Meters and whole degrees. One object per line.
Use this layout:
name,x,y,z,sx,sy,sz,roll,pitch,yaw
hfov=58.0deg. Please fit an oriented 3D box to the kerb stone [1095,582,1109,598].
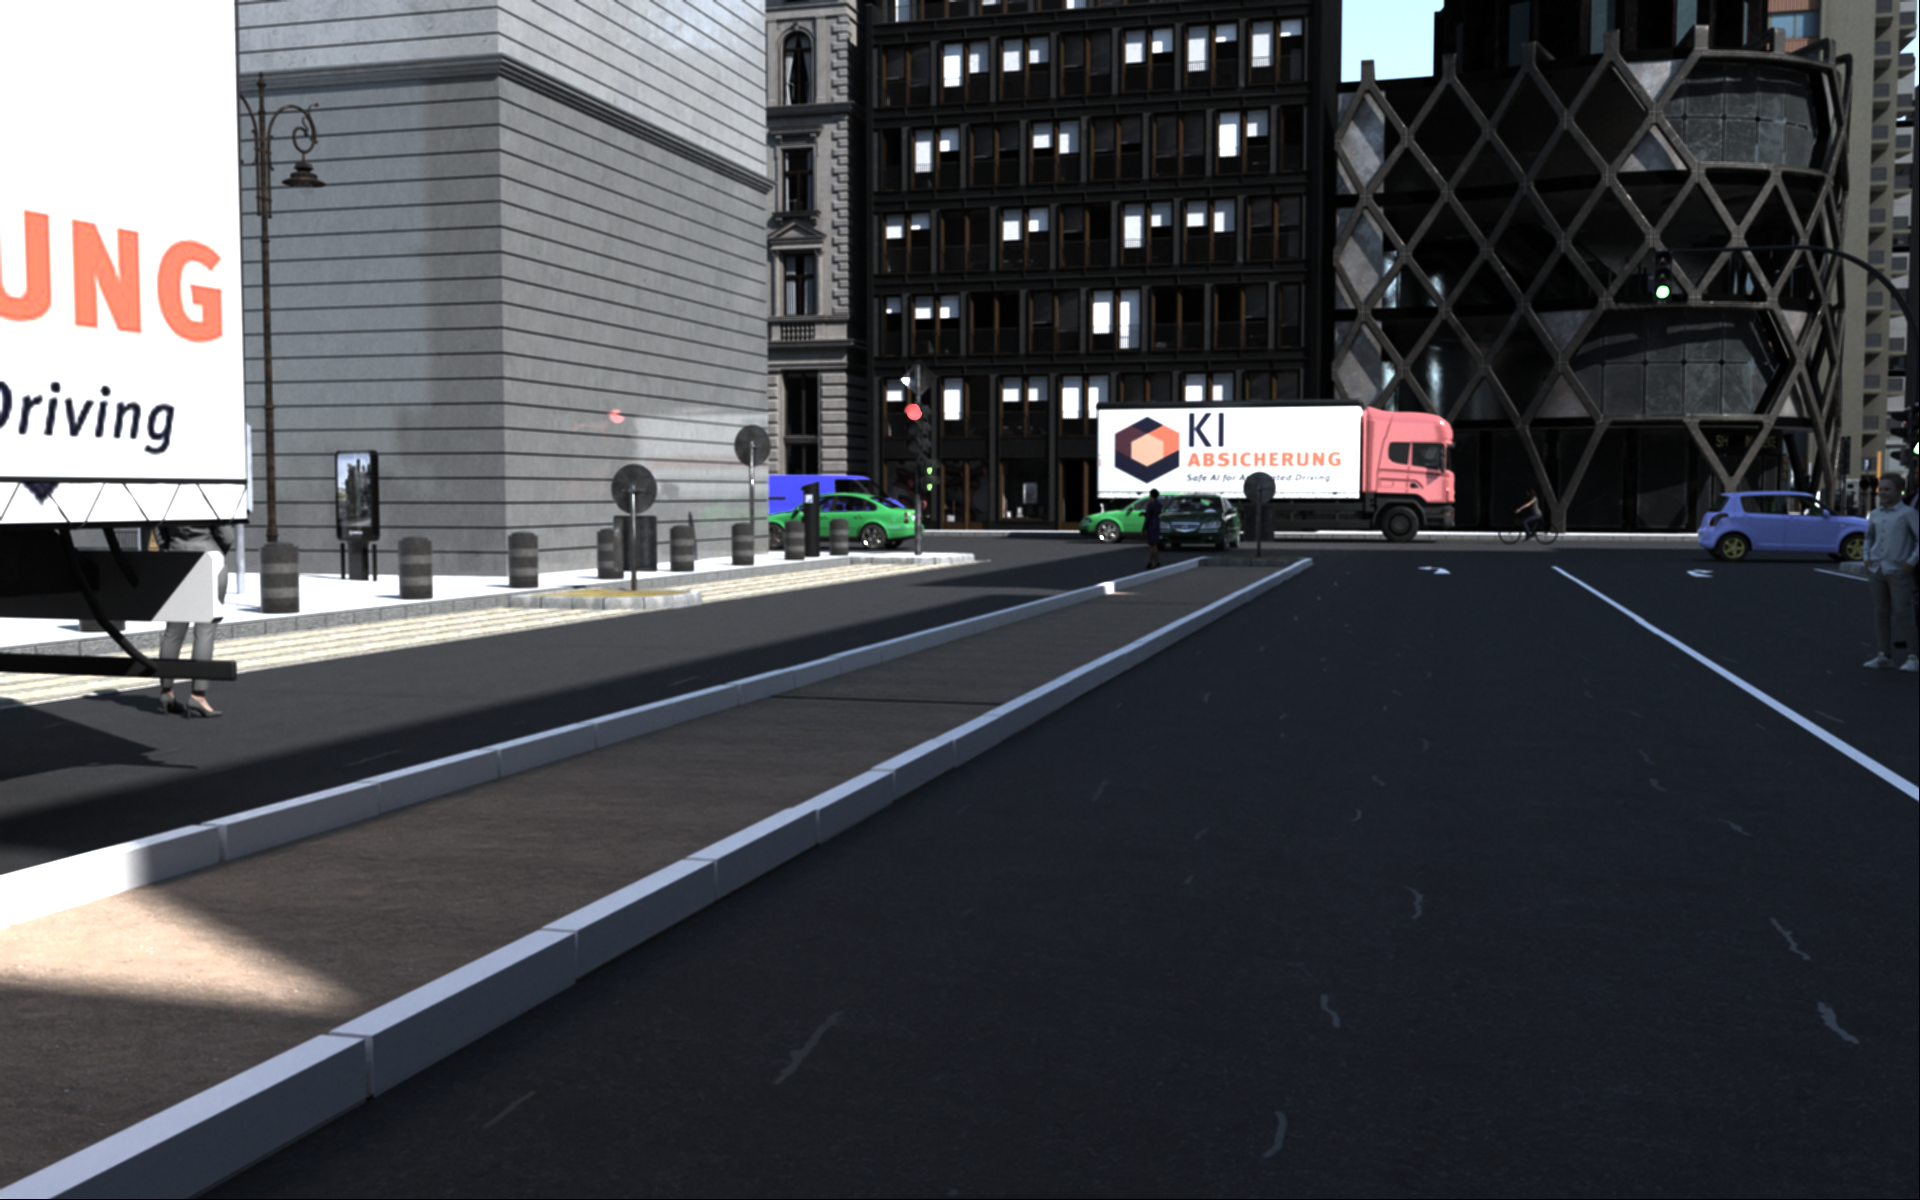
kerb stone,1.882,-0.112,24.091,0.120,0.150,1.000,1,4,15

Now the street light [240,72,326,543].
street light,-7.653,-2.835,19.139,0.468,5.910,1.993,1,4,15

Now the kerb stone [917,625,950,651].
kerb stone,-0.313,0.370,16.149,0.120,0.150,1.000,1,4,15

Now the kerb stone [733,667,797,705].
kerb stone,-1.402,0.613,12.184,0.120,0.150,1.000,1,4,15

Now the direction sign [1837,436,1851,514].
direction sign,34.817,-4.659,68.172,0.379,3.537,0.876,0,4,7

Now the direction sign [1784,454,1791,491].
direction sign,46.196,-6.405,96.726,0.379,3.537,0.876,-1,4,-17

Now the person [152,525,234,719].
person,-4.918,-0.146,11.154,0.520,1.790,0.573,-1,4,-12

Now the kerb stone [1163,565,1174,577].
kerb stone,3.524,-0.479,30.033,0.120,0.150,1.000,1,4,15

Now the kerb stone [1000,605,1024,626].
kerb stone,0.510,0.189,19.125,0.120,0.150,1.000,1,4,15

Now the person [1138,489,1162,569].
person,3.598,-1.364,33.168,0.546,1.535,0.453,2,4,26

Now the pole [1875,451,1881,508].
pole,43.965,-5.451,82.961,0.158,3.312,0.155,0,3,0

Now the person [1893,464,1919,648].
person,8.785,-0.401,15.874,0.431,1.722,0.655,0,4,-6

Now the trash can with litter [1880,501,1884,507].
trash can with litter,51.274,-5.191,96.258,1.055,1.170,0.624,-1,4,-8

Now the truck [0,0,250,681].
truck,-6.281,-0.894,3.531,2.839,4.237,11.283,1,4,17

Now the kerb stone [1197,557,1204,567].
kerb stone,4.609,-0.722,33.996,0.120,0.150,1.000,1,4,15

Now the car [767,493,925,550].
car,-3.316,-2.238,45.380,4.718,1.807,1.959,1,4,15

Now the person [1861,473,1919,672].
person,7.629,-0.238,14.200,0.330,1.601,0.589,-1,4,-18

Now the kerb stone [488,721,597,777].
kerb stone,-2.229,0.795,9.197,0.120,0.150,1.000,1,4,15

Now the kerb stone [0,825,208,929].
kerb stone,-3.052,0.977,6.221,0.120,0.150,1.000,1,4,15

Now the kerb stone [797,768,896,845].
kerb stone,-0.499,0.900,7.567,0.120,0.150,1.000,1,4,15

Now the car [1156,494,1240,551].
car,6.213,-2.041,45.173,2.131,1.459,4.920,1,4,16

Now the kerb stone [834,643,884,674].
kerb stone,-0.858,0.491,14.170,0.120,0.150,1.000,1,4,15

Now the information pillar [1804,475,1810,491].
information pillar,32.581,-3.812,66.821,0.304,2.012,0.304,1,4,14

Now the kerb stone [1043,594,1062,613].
kerb stone,1.054,0.067,21.109,0.120,0.150,1.000,1,4,15

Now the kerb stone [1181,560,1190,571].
kerb stone,4.077,-0.601,32.016,0.120,0.150,1.000,1,4,15

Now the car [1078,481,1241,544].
car,5.823,-2.559,50.632,4.718,1.807,1.959,1,4,14

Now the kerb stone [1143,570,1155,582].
kerb stone,2.976,-0.359,28.058,0.120,0.150,1.000,1,4,15

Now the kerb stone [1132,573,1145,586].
kerb stone,2.706,-0.297,27.053,0.120,0.150,1.000,1,4,15

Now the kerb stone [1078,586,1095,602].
kerb stone,1.606,-0.055,23.098,0.120,0.150,1.000,1,4,15

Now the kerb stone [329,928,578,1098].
kerb stone,-1.316,1.076,4.603,0.120,0.150,1.000,1,4,15

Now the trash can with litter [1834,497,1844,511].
trash can with litter,32.863,-3.319,65.660,1.055,1.170,0.624,-1,4,-12

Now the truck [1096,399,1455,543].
truck,9.881,-3.897,52.637,11.283,4.237,2.839,1,4,15

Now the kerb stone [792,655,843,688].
kerb stone,-1.131,0.558,13.183,0.120,0.150,1.000,1,4,15

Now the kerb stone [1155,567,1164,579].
kerb stone,3.248,-0.414,29.046,0.120,0.150,1.000,1,4,15

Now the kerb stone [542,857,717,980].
kerb stone,-1.050,1.017,5.593,0.120,0.150,1.000,1,4,15

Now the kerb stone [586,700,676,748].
kerb stone,-1.954,0.735,10.185,0.120,0.150,1.000,1,4,15

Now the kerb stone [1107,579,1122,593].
kerb stone,2.156,-0.175,25.078,0.120,0.150,1.000,1,4,15

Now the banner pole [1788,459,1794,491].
banner pole,38.741,-5.550,80.753,0.863,3.779,0.401,-3,5,-43

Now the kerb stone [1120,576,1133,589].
kerb stone,2.427,-0.237,26.066,0.120,0.150,1.000,1,4,15

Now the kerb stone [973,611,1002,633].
kerb stone,0.236,0.249,18.123,0.120,0.150,1.000,1,4,15

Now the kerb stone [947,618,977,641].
kerb stone,-0.046,0.312,17.138,0.120,0.150,1.000,1,4,15

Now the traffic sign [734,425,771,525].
traffic sign,-3.838,-1.946,31.924,0.768,2.556,0.104,2,4,23

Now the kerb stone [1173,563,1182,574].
kerb stone,3.797,-0.539,31.030,0.120,0.150,1.000,1,4,15

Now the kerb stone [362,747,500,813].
kerb stone,-2.507,0.856,8.207,0.120,0.150,1.000,1,4,15

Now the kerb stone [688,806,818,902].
kerb stone,-0.777,0.955,6.581,0.120,0.150,1.000,1,4,15

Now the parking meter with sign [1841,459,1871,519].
parking meter with sign,44.572,-5.536,86.770,1.738,3.016,0.543,0,4,6

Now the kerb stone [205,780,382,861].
kerb stone,-2.769,0.916,7.216,0.120,0.150,1.000,1,4,15

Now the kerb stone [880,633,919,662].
kerb stone,-0.580,0.430,15.158,0.120,0.150,1.000,1,4,15

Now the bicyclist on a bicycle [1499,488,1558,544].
bicyclist on a bicycle,16.236,-2.414,49.485,1.625,1.676,1.499,1,4,15

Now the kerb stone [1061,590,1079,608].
kerb stone,1.332,0.007,22.099,0.120,0.150,1.000,1,4,15

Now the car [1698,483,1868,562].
car,17.768,-1.673,36.944,3.694,1.707,1.945,1,4,15

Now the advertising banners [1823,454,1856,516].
advertising banners,37.339,-4.736,73.618,0.090,3.025,2.074,-1,4,-10

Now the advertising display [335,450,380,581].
advertising display,-8.941,-1.253,25.700,0.974,1.923,0.123,3,5,39

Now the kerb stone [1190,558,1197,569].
kerb stone,4.340,-0.661,33.007,0.120,0.150,1.000,1,4,15

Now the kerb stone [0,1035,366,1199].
kerb stone,-1.591,1.136,3.616,0.120,0.150,1.000,1,4,15

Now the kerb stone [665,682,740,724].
kerb stone,-1.690,0.677,11.187,0.120,0.150,1.000,1,4,15

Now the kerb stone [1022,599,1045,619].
kerb stone,0.785,0.127,20.120,0.120,0.150,1.000,1,4,15
